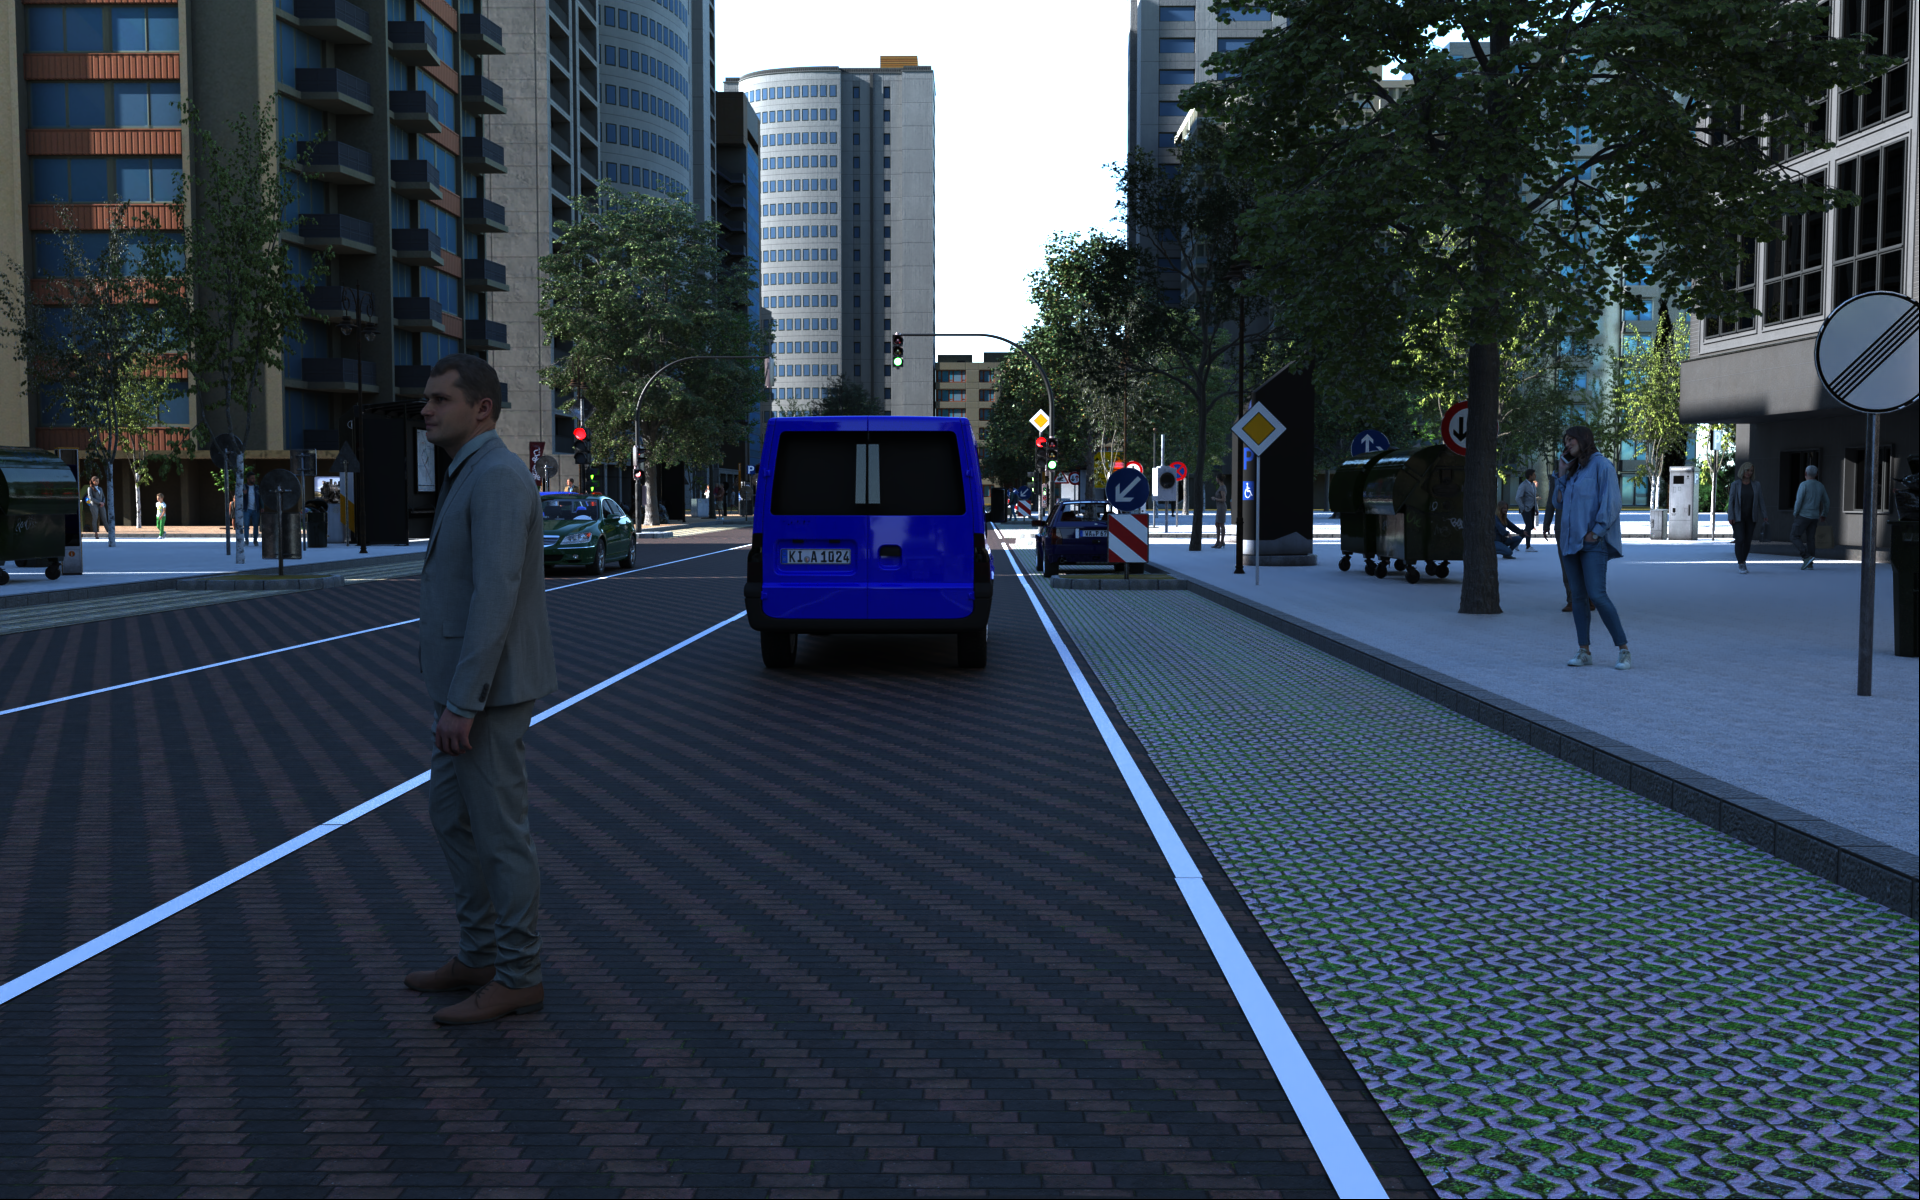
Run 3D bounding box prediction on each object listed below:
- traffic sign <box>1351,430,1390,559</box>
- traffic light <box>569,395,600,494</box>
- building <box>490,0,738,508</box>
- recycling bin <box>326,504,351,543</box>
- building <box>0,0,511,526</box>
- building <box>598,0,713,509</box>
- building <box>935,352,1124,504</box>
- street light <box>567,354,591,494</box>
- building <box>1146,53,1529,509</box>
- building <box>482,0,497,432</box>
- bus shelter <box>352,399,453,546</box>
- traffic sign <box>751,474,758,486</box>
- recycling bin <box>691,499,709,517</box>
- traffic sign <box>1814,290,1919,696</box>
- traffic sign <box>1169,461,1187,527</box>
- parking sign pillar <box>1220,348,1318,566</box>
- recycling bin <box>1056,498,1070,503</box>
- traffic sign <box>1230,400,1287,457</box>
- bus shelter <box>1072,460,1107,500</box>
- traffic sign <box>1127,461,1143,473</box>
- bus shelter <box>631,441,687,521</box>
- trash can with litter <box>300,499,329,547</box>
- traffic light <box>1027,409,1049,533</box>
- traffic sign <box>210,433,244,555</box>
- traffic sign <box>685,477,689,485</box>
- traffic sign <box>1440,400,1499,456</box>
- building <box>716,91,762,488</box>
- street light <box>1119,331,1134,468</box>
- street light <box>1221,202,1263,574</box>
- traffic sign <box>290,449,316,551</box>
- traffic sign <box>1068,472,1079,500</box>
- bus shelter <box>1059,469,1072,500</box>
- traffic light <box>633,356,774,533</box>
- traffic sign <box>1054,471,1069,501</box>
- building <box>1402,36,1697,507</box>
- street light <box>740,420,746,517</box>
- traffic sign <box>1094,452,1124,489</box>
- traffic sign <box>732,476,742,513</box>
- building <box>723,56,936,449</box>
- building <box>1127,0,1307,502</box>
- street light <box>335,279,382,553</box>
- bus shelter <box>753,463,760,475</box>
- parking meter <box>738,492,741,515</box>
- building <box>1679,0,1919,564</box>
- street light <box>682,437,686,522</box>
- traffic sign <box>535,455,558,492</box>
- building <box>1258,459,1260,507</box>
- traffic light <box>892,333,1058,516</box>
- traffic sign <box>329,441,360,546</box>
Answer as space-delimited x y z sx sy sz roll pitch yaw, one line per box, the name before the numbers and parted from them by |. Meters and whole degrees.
traffic sign | 8.112 -2.092 34.308 0.768 2.556 0.104 0 4 5
traffic light | -10.692 -3.688 49.224 0.839 4.253 0.868 0 4 1
building | -32.667 -44.783 170.448 20.563 71.187 20.611 0 4 1
recycling bin | -16.343 -2.001 45.273 0.722 1.027 0.722 0 4 1
building | -34.361 -26.107 81.479 22.147 44.769 28.867 0 4 1
building | -33.676 -36.971 146.477 21.231 58.520 28.212 0 4 1
building | 11.359 -24.214 240.930 28.899 21.520 27.650 0 4 1
street light | -12.618 -5.179 57.471 0.468 5.910 1.993 0 4 1
building | 32.925 -28.410 156.382 32.217 40.220 23.993 0 4 1
building | -33.038 -41.403 115.189 20.563 71.187 20.611 0 4 1
bus shelter | -14.144 -3.338 45.854 1.731 3.624 6.357 0 4 1
traffic sign | -12.656 -6.605 108.105 0.768 2.556 0.104 0 4 6
recycling bin | -14.320 -5.061 95.307 0.722 1.027 0.722 -3 4 -38
traffic sign | 5.761 -0.664 10.956 0.768 2.556 0.104 0 4 6
traffic sign | 8.439 -4.111 67.314 0.768 2.556 0.104 0 4 7
parking sign pillar | 5.756 -2.622 31.341 1.447 3.967 1.447 -2 4 -26
recycling bin | 6.065 -5.447 101.606 0.722 1.027 0.722 0 4 -8
traffic sign | 4.211 -1.506 24.354 0.795 2.593 0.064 0 4 7
bus shelter | 7.314 -6.053 92.890 2.014 3.302 5.546 0 4 0
traffic sign | 6.634 -4.055 66.406 0.768 2.556 0.104 1 4 10
bus shelter | -13.806 -5.443 80.281 1.731 3.624 6.357 0 4 0
trash can with litter | -15.529 -1.855 41.709 0.624 1.170 1.055 -1 4 -18
traffic light | 2.642 -4.170 57.104 0.839 4.253 0.868 0 4 1
traffic sign | -15.365 -2.214 36.301 0.768 2.556 0.104 0 4 8
traffic sign | -15.672 -5.965 97.530 0.884 2.594 0.081 1 4 9
traffic sign | 6.887 -1.429 23.475 0.768 2.556 0.104 1 4 9
building | -29.713 -33.008 189.793 14.200 45.320 14.600 0 4 1
street light | 4.625 -4.628 48.461 0.468 5.910 1.993 0 4 1
street light | 4.514 -3.365 27.809 0.468 5.910 1.993 0 4 1
traffic sign | -14.855 -2.267 39.195 0.606 2.300 0.079 0 4 5
traffic sign | 6.492 -5.979 97.864 0.768 2.556 0.104 0 4 6
bus shelter | 6.910 -6.799 105.081 2.014 3.302 5.546 0 4 1
traffic light | -8.526 -5.049 57.225 4.771 5.953 1.251 0 4 1
traffic sign | 5.126 -5.398 88.263 0.884 2.594 0.081 0 4 4
building | 61.963 -34.537 184.286 30.456 49.044 23.786 0 4 1
street light | -12.369 -7.705 98.767 0.468 5.910 1.993 0 4 1
traffic sign | 7.320 -5.364 81.573 2.265 3.308 0.079 1 4 8
traffic sign | -14.726 -7.049 115.259 0.884 2.594 0.081 0 4 6
building | -17.437 -42.482 236.577 28.212 58.520 21.231 0 4 1
building | 28.079 -39.139 181.923 21.231 58.520 28.212 0 4 1
street light | -12.939 -3.951 37.389 0.468 5.910 1.993 0 4 1
bus shelter | -12.683 -7.404 114.974 2.014 3.302 5.546 0 4 0
parking meter | -13.609 -6.082 107.852 0.372 1.533 0.369 0 3 0
building | 22.453 -14.191 25.536 14.314 27.812 24.014 0 4 1
street light | -12.485 -6.446 78.187 0.468 5.910 1.993 0 4 1
traffic sign | -13.572 -3.473 56.896 0.768 2.556 0.104 0 4 3
building | 36.571 -37.448 235.973 21.600 48.544 21.300 0 4 1
traffic light | 0.477 -4.546 48.997 4.771 5.953 1.251 0 4 1
traffic sign | -15.014 -2.593 42.400 0.884 2.594 0.081 0 4 4
